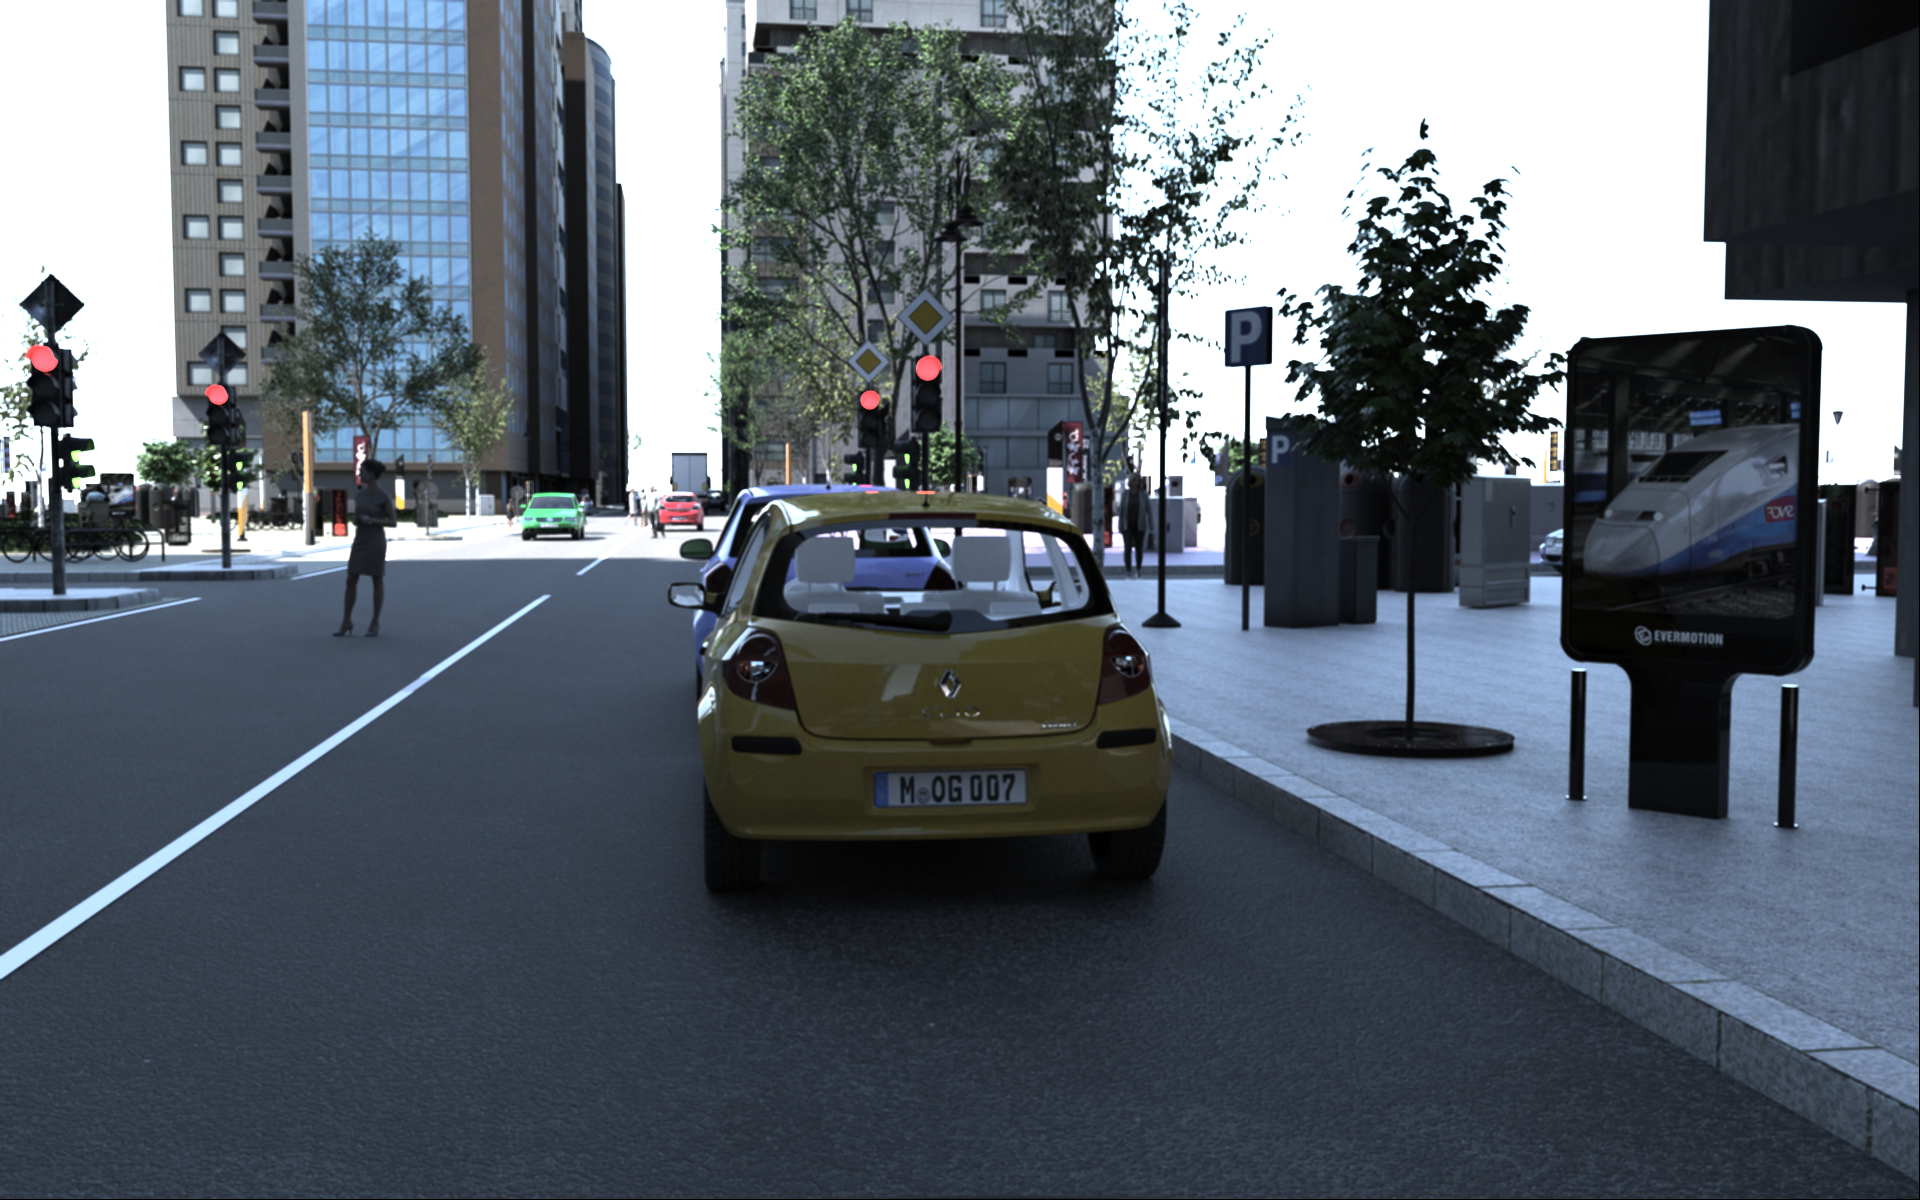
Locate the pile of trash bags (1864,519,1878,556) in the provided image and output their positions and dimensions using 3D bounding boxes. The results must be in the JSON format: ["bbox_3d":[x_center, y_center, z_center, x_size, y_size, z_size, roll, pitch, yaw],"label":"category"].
[{"bbox_3d":[19.674,-1.589,35.739,1.912,1.369,3.447,3,5,39],"label":"pile of trash bags"}]

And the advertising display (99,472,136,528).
[{"bbox_3d":[-25.062,-2.833,51.532,0.123,1.923,0.974,3,5,45],"label":"advertising display"}]

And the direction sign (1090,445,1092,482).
[{"bbox_3d":[5.652,-5.080,75.063,0.379,3.537,0.876,3,5,43],"label":"direction sign"}]

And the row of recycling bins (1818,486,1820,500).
[{"bbox_3d":[43.827,-5.208,92.258,3.534,1.692,1.069,2,4,25],"label":"row of recycling bins"}]

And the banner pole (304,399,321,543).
[{"bbox_3d":[-17.148,-3.406,45.700,0.401,3.779,0.863,-2,4,-25],"label":"banner pole"}]

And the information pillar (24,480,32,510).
[{"bbox_3d":[-49.531,-5.357,92.075,0.304,2.012,0.304,-2,4,-30],"label":"information pillar"}]

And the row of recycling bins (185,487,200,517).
[{"bbox_3d":[-44.095,-5.523,97.406,3.534,1.692,1.069,2,4,30],"label":"row of recycling bins"}]

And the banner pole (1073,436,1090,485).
[{"bbox_3d":[4.511,-4.592,65.090,0.863,3.779,0.401,-1,4,-13],"label":"banner pole"}]

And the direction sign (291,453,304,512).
[{"bbox_3d":[-36.418,-6.322,95.355,0.379,3.537,0.876,2,4,26],"label":"direction sign"}]

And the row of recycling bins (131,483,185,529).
[{"bbox_3d":[-30.588,-3.494,64.232,3.534,1.692,1.069,1,4,23],"label":"row of recycling bins"}]

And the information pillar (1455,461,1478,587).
[{"bbox_3d":[6.986,-1.198,24.078,0.304,2.012,0.304,3,5,39],"label":"information pillar"}]

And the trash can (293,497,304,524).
[{"bbox_3d":[-28.316,-3.841,74.448,0.748,1.137,0.748,0,3,0],"label":"trash can"}]

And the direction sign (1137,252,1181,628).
[{"bbox_3d":[1.953,-1.510,16.690,0.379,3.537,0.876,1,4,12],"label":"direction sign"}]

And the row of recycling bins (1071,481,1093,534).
[{"bbox_3d":[4.184,-3.037,56.761,1.069,1.692,3.534,0,4,6],"label":"row of recycling bins"}]

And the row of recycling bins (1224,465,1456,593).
[{"bbox_3d":[5.168,-1.021,23.801,3.534,1.692,1.069,3,5,44],"label":"row of recycling bins"}]

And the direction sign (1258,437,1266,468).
[{"bbox_3d":[12.362,-4.733,69.381,0.876,3.537,0.379,-1,4,-14],"label":"direction sign"}]

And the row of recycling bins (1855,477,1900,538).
[{"bbox_3d":[27.585,-2.601,49.635,3.534,1.692,1.069,3,4,36],"label":"row of recycling bins"}]

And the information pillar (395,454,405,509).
[{"bbox_3d":[-32.481,-6.676,100.512,0.504,3.616,0.183,0,4,6],"label":"information pillar"}]

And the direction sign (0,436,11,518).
[{"bbox_3d":[-37.176,-4.604,67.264,0.876,3.537,0.379,1,4,20],"label":"direction sign"}]

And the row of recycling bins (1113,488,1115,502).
[{"bbox_3d":[9.769,-6.164,107.889,1.069,1.692,3.534,-1,4,-16],"label":"row of recycling bins"}]

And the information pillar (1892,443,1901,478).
[{"bbox_3d":[43.294,-5.421,79.992,0.183,3.616,0.504,-2,4,-30],"label":"information pillar"}]

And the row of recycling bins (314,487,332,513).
[{"bbox_3d":[-36.142,-5.556,97.948,1.069,1.692,3.534,-1,4,-12],"label":"row of recycling bins"}]

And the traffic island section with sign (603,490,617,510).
[{"bbox_3d":[-31.684,-8.936,154.726,1.989,1.847,2.006,-1,4,-9],"label":"traffic island section with sign"}]

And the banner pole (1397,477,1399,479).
[{"bbox_3d":[19.524,-5.271,76.201,0.863,3.779,0.401,-2,4,-33],"label":"banner pole"}]

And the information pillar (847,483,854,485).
[{"bbox_3d":[-5.286,-4.849,83.778,0.304,2.012,0.304,0,4,7],"label":"information pillar"}]

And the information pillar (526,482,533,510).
[{"bbox_3d":[-25.388,-5.975,102.175,0.304,2.012,0.304,-3,5,-42],"label":"information pillar"}]

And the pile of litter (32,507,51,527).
[{"bbox_3d":[-30.484,-2.689,57.935,1.176,0.858,1.719,-1,4,-8],"label":"pile of litter"}]

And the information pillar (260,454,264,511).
[{"bbox_3d":[-40.778,-6.717,101.178,0.183,3.616,0.504,-2,4,-28],"label":"information pillar"}]

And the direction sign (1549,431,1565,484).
[{"bbox_3d":[21.307,-4.251,61.499,0.379,3.537,0.876,-3,5,-41],"label":"direction sign"}]

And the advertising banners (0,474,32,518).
[{"bbox_3d":[-41.774,-4.896,76.234,0.090,3.025,2.074,1,4,19],"label":"advertising banners"}]

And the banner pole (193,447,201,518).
[{"bbox_3d":[-40.901,-6.293,92.914,0.401,3.779,0.863,0,4,-1],"label":"banner pole"}]

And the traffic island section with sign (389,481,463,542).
[{"bbox_3d":[-16.211,-2.695,52.695,1.989,1.847,2.006,-1,4,-9],"label":"traffic island section with sign"}]

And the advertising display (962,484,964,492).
[{"bbox_3d":[-0.229,-5.542,95.827,0.974,1.923,0.123,-2,4,-27],"label":"advertising display"}]

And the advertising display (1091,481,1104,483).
[{"bbox_3d":[6.517,-4.629,80.895,0.974,1.923,0.123,3,5,41],"label":"advertising display"}]

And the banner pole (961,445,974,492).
[{"bbox_3d":[0.261,-5.403,78.354,0.863,3.779,0.401,-1,4,-11],"label":"banner pole"}]

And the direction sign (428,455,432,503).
[{"bbox_3d":[-30.463,-6.579,99.570,0.379,3.537,0.876,-2,4,-29],"label":"direction sign"}]

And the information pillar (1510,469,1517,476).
[{"bbox_3d":[34.231,-7.086,107.215,0.504,3.616,0.183,3,4,38],"label":"information pillar"}]

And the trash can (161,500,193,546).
[{"bbox_3d":[-19.488,-1.925,43.134,0.748,1.137,0.748,0,3,0],"label":"trash can"}]

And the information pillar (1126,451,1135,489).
[{"bbox_3d":[9.345,-6.335,94.935,0.504,3.616,0.183,1,4,8],"label":"information pillar"}]

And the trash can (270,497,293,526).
[{"bbox_3d":[-27.070,-3.503,68.923,0.748,1.137,0.748,0,3,0],"label":"trash can"}]

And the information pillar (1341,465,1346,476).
[{"bbox_3d":[7.726,-2.637,34.462,0.504,3.616,0.183,0,4,-3],"label":"information pillar"}]

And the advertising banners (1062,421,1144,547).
[{"bbox_3d":[3.473,-2.785,41.725,2.074,3.025,0.090,1,4,10],"label":"advertising banners"}]

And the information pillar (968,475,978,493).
[{"bbox_3d":[0.500,-3.848,67.405,0.304,2.012,0.304,-1,4,-22],"label":"information pillar"}]

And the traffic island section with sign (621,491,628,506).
[{"bbox_3d":[-40.039,-12.302,209.766,1.989,1.847,2.006,-1,4,-9],"label":"traffic island section with sign"}]

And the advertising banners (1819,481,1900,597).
[{"bbox_3d":[11.657,-1.550,21.531,0.090,3.025,2.074,-3,4,-38],"label":"advertising banners"}]

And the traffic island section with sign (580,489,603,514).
[{"bbox_3d":[-27.525,-7.256,127.260,1.989,1.847,2.006,-1,4,-9],"label":"traffic island section with sign"}]

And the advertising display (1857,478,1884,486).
[{"bbox_3d":[36.819,-3.970,70.119,0.974,1.923,0.123,1,4,13],"label":"advertising display"}]

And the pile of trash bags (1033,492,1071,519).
[{"bbox_3d":[3.510,-4.532,83.848,3.447,1.369,1.912,0,4,3],"label":"pile of trash bags"}]

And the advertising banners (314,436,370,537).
[{"bbox_3d":[-18.721,-3.422,52.143,2.074,3.025,0.090,0,4,6],"label":"advertising banners"}]

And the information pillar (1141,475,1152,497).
[{"bbox_3d":[7.114,-3.766,66.064,0.304,2.012,0.304,2,4,35],"label":"information pillar"}]

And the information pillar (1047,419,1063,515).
[{"bbox_3d":[2.998,-3.853,54.352,0.504,3.616,0.183,0,4,-5],"label":"information pillar"}]

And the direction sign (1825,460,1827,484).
[{"bbox_3d":[52.741,-6.946,105.557,0.379,3.537,0.876,2,4,28],"label":"direction sign"}]

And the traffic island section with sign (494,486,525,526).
[{"bbox_3d":[-20.256,-4.329,79.408,1.989,1.847,2.006,-1,4,-9],"label":"traffic island section with sign"}]

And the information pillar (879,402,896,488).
[{"bbox_3d":[-1.767,-3.074,41.610,0.504,3.616,0.183,0,4,-7],"label":"information pillar"}]

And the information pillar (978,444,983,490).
[{"bbox_3d":[0.968,-5.493,81.161,0.183,3.616,0.504,-1,4,-21],"label":"information pillar"}]

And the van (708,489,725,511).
[{"bbox_3d":[-21.259,-8.711,149.441,2.013,2.044,4.112,-1,4,-9],"label":"van"}]

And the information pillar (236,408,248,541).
[{"bbox_3d":[-19.612,-3.421,47.295,0.183,3.616,0.504,0,4,-2],"label":"information pillar"}]
